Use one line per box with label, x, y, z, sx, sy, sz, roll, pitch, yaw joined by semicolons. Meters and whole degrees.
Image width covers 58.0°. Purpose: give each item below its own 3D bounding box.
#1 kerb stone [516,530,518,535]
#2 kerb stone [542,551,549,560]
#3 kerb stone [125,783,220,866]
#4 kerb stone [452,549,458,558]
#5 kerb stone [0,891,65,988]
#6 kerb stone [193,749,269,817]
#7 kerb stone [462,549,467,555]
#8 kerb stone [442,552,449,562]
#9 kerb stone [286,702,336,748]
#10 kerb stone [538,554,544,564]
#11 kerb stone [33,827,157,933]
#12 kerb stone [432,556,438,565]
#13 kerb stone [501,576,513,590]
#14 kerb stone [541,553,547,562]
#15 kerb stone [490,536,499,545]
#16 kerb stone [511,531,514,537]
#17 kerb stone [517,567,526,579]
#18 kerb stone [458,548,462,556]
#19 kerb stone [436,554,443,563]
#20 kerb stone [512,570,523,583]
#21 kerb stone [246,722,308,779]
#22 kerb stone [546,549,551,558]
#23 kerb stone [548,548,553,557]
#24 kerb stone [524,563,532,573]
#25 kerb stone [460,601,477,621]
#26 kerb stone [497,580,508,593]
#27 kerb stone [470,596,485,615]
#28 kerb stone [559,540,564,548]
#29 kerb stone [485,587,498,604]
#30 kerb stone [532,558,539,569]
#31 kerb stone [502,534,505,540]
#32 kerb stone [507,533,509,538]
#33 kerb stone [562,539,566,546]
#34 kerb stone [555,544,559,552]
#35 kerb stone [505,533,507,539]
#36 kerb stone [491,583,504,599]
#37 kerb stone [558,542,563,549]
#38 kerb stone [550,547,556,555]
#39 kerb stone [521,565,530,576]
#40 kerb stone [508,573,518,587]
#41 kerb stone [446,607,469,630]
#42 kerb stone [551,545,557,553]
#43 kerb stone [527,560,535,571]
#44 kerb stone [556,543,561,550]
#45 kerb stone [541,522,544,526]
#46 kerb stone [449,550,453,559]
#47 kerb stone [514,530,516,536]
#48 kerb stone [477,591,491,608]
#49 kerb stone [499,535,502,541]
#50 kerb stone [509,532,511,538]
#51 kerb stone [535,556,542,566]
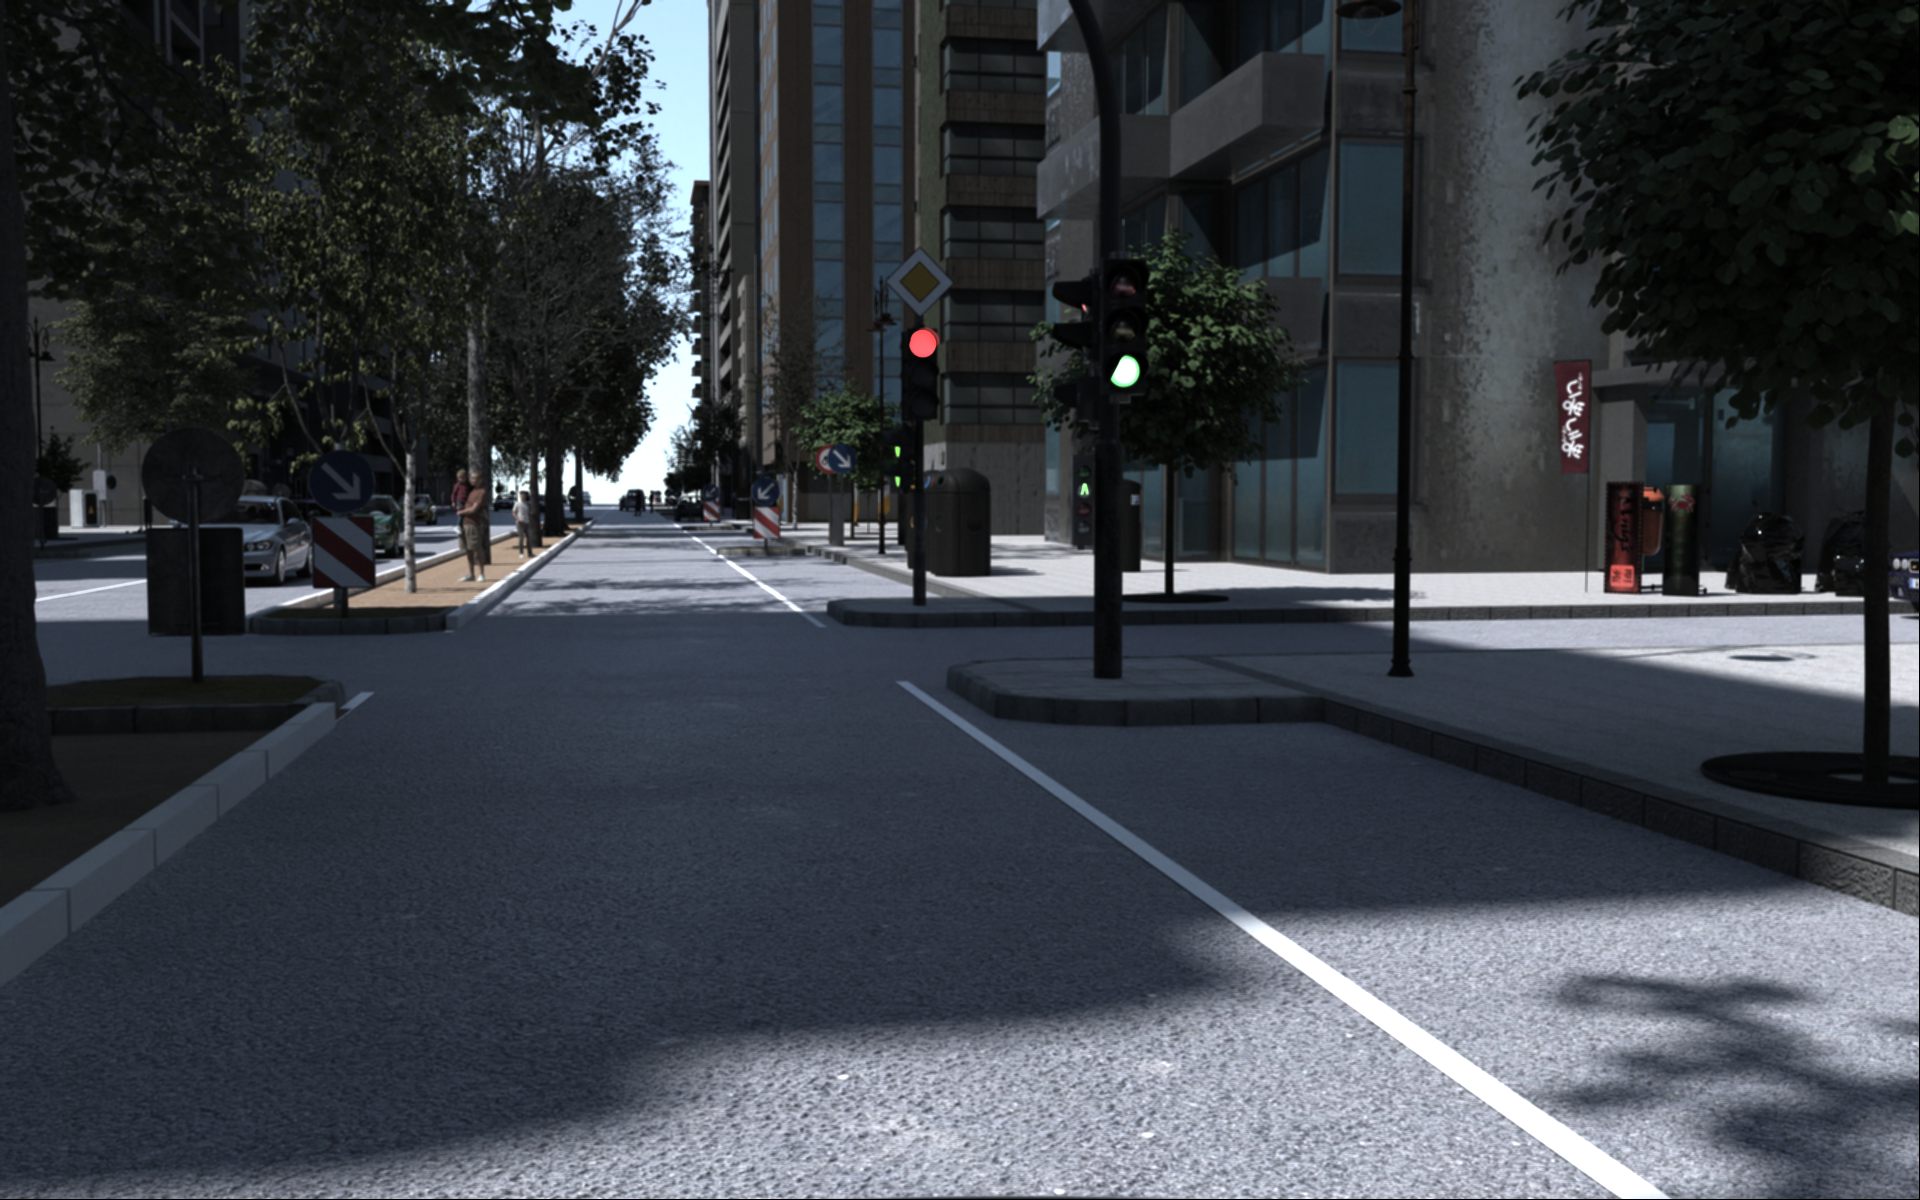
kerb stone;-15.163;-2.227;58.658;0.120;0.150;1.000;-1;4;-11
kerb stone;-8.875;-0.893;36.844;0.120;0.150;1.000;-1;4;-11
kerb stone;-3.239;0.921;7.129;0.120;0.150;1.000;-1;4;-11
kerb stone;-11.339;-0.997;38.542;0.120;0.150;1.000;-1;4;-11
kerb stone;-2.862;1.045;5.116;0.120;0.150;1.000;-1;4;-11
kerb stone;-3.431;0.860;8.142;0.120;0.150;1.000;-1;4;-11
kerb stone;-11.721;-1.121;40.555;0.120;0.150;1.000;-1;4;-11
kerb stone;-10.952;-0.876;36.523;0.120;0.150;1.000;-1;4;-11
kerb stone;-3.812;0.736;10.164;0.120;0.150;1.000;-1;4;-11
kerb stone;-8.500;-0.773;34.829;0.120;0.150;1.000;-1;4;-11
kerb stone;-3.050;0.983;6.124;0.120;0.150;1.000;-1;4;-11
kerb stone;-10.577;-0.752;34.504;0.120;0.150;1.000;-1;4;-11
kerb stone;-6.777;-0.218;25.759;0.120;0.150;1.000;-1;4;-11
kerb stone;-8.691;-0.832;35.839;0.120;0.150;1.000;-1;4;-11
kerb stone;-13.632;-1.738;50.610;0.120;0.150;1.000;-1;4;-11
kerb stone;-14.777;-2.107;56.650;0.120;0.150;1.000;-1;4;-11
kerb stone;-7.351;-0.403;28.785;0.120;0.150;1.000;-1;4;-11
kerb stone;-11.537;-1.061;39.544;0.120;0.150;1.000;-1;4;-11
kerb stone;-10.766;-0.814;35.518;0.120;0.150;1.000;-1;4;-11
kerb stone;-7.150;-0.342;27.782;0.120;0.150;1.000;-1;4;-11
kerb stone;-3.619;0.798;9.160;0.120;0.150;1.000;-1;4;-11
kerb stone;-9.073;-0.958;37.852;0.120;0.150;1.000;-1;4;-11
kerb stone;-9.264;-1.017;38.856;0.120;0.150;1.000;-1;4;-11
kerb stone;-7.741;-0.526;30.801;0.120;0.150;1.000;-1;4;-11
kerb stone;-5.632;0.151;19.726;0.120;0.150;1.000;-1;4;-11
kerb stone;-6.589;-0.156;24.754;0.120;0.150;1.000;-1;4;-11
kerb stone;-5.822;0.093;20.730;0.120;0.150;1.000;-1;4;-11
kerb stone;-10.410;-1.389;44.910;0.120;0.150;1.000;-1;4;-11
kerb stone;-6.204;-0.034;22.747;0.120;0.150;1.000;-1;4;-11
kerb stone;-8.119;-0.649;32.813;0.120;0.150;1.000;-1;4;-11
kerb stone;-14.012;-1.861;52.618;0.120;0.150;1.000;-1;4;-11
kerb stone;-14.392;-1.984;54.627;0.120;0.150;1.000;-1;4;-11
kerb stone;-10.595;-1.451;45.925;0.120;0.150;1.000;-1;4;-11
kerb stone;-9.836;-1.204;41.881;0.120;0.150;1.000;-1;4;-11
kerb stone;-14.200;-1.916;53.623;0.120;0.150;1.000;-1;4;-11
kerb stone;-6.387;-0.095;23.752;0.120;0.150;1.000;-1;4;-11
kerb stone;-10.221;-1.323;43.899;0.120;0.150;1.000;-1;4;-11
kerb stone;-9.449;-1.081;39.872;0.120;0.150;1.000;-1;4;-11
kerb stone;-7.542;-0.459;29.799;0.120;0.150;1.000;-1;4;-11
kerb stone;-6.968;-0.280;26.770;0.120;0.150;1.000;-1;4;-11
kerb stone;-5.443;0.212;18.722;0.120;0.150;1.000;-1;4;-11
kerb stone;-9.648;-1.142;40.876;0.120;0.150;1.000;-1;4;-11
kerb stone;-7.933;-0.587;31.805;0.120;0.150;1.000;-1;4;-11
kerb stone;-10.036;-1.265;42.886;0.120;0.150;1.000;-1;4;-11
kerb stone;-19.361;-3.584;80.801;0.120;0.150;1.000;-1;4;-11
kerb stone;-11.150;-0.935;37.530;0.120;0.150;1.000;-1;4;-11
kerb stone;-14.963;-2.169;57.655;0.120;0.150;1.000;-1;4;-11
kerb stone;-6.016;0.028;21.733;0.120;0.150;1.000;-1;4;-11
kerb stone;-13.821;-1.799;51.614;0.120;0.150;1.000;-1;4;-11
kerb stone;-14.590;-2.041;55.641;0.120;0.150;1.000;-1;4;-11
kerb stone;-8.309;-0.711;33.818;0.120;0.150;1.000;-1;4;-11
